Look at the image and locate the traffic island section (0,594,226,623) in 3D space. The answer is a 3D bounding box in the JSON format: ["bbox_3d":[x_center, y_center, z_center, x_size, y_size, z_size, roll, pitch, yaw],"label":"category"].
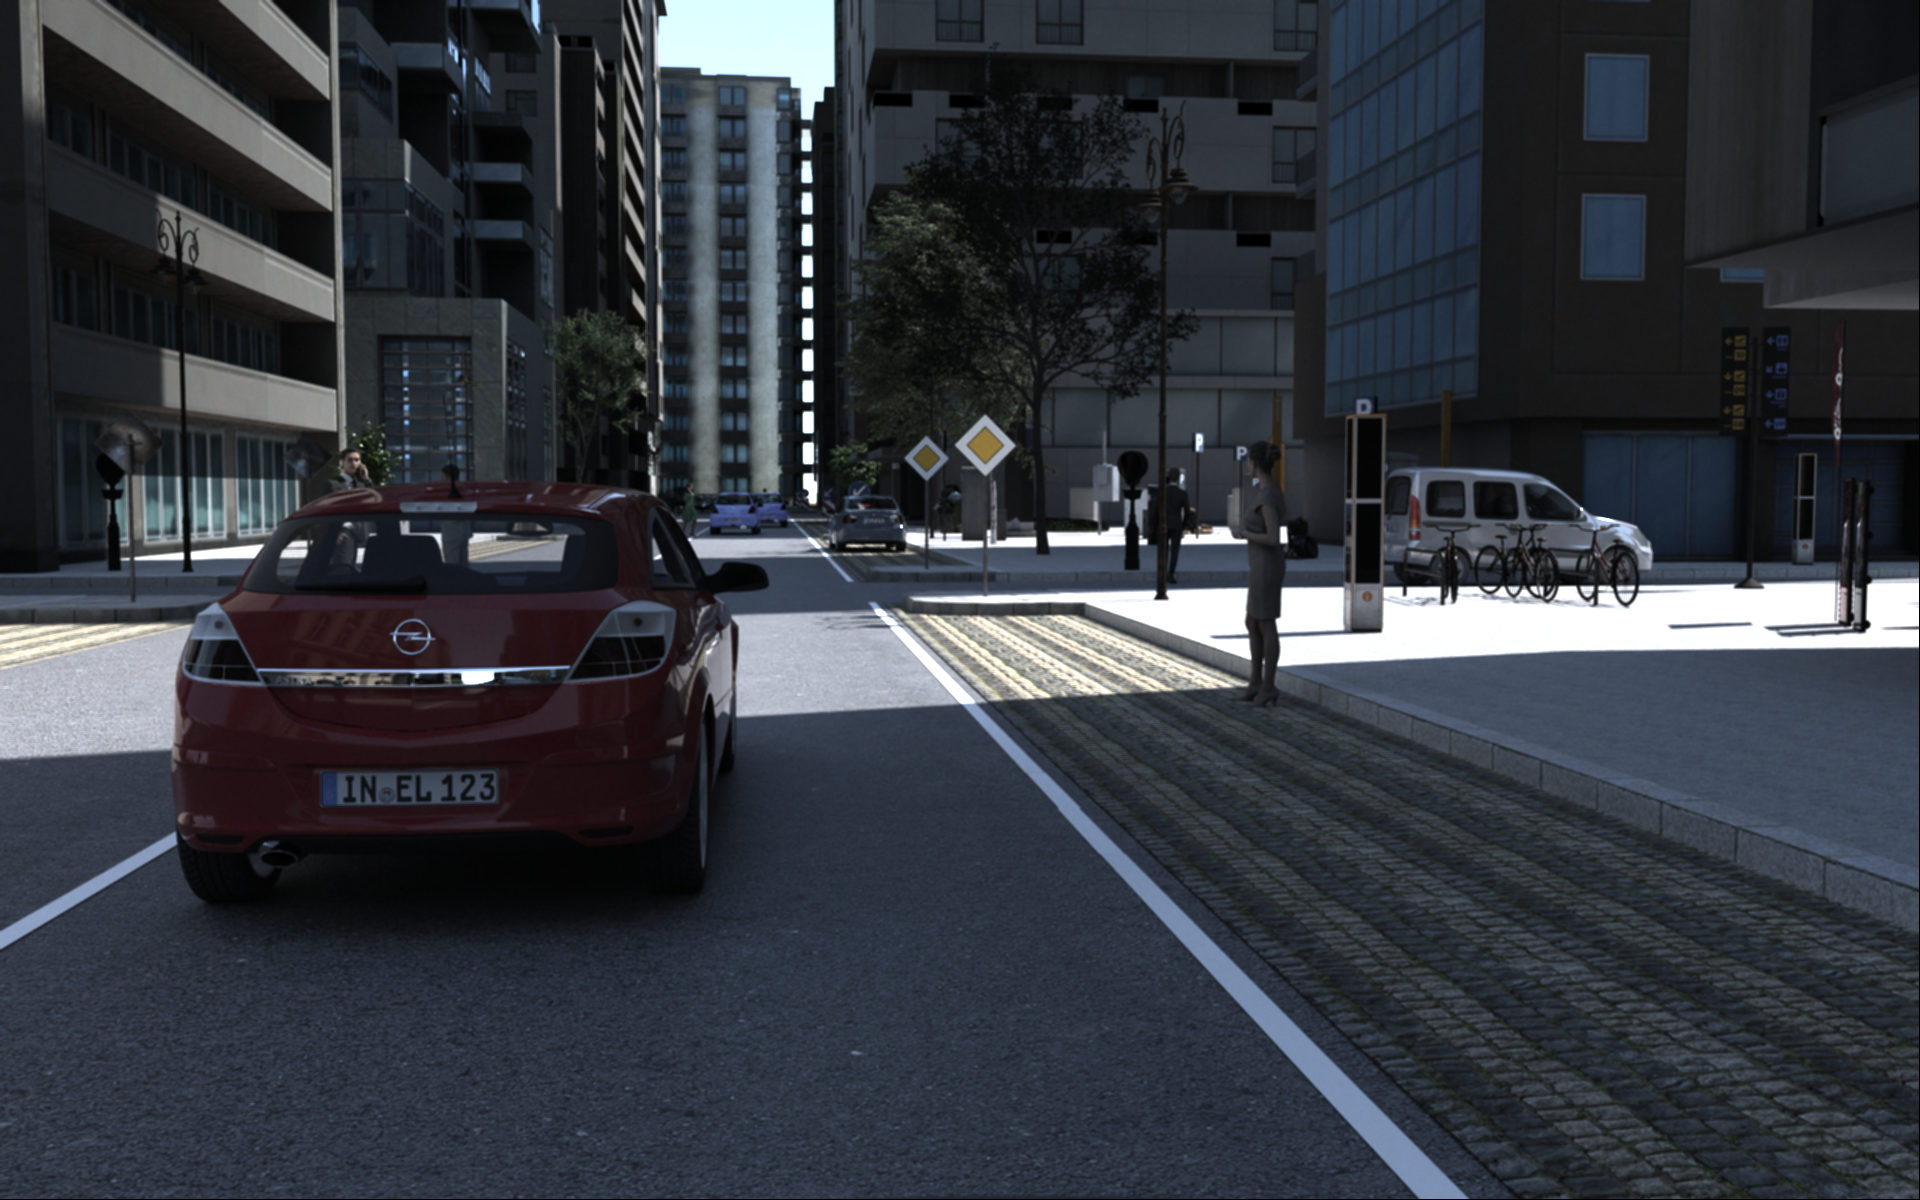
[{"bbox_3d":[-9.845,0.104,20.577,2.009,0.180,2.903,0,4,-6],"label":"traffic island section"}]

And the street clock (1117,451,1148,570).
[{"bbox_3d":[2.908,-1.507,29.214,0.471,2.002,0.358,2,4,35],"label":"street clock"}]

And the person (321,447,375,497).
[{"bbox_3d":[-6.117,-0.584,17.411,0.474,1.900,0.648,1,4,9],"label":"person"}]

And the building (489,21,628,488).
[{"bbox_3d":[-28.846,-20.658,109.468,14.160,30.474,14.107,0,4,-6],"label":"building"}]

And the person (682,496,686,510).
[{"bbox_3d":[-19.044,-6.608,119.725,0.799,1.438,0.628,3,5,42],"label":"person"}]

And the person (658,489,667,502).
[{"bbox_3d":[-21.419,-7.093,124.913,0.683,1.767,0.568,-3,4,-36],"label":"person"}]

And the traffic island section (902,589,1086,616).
[{"bbox_3d":[0.335,0.035,21.702,2.009,0.180,2.903,0,4,-6],"label":"traffic island section"}]

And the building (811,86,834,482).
[{"bbox_3d":[-9.293,-33.290,194.394,14.200,45.320,14.600,0,4,-6],"label":"building"}]

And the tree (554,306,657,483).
[{"bbox_3d":[-20.773,-10.342,94.849,9.928,11.665,9.643,0,3,0],"label":"tree"}]

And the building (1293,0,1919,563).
[{"bbox_3d":[16.473,-23.722,37.962,14.200,45.320,14.600,0,4,-6],"label":"building"}]

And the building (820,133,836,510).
[{"bbox_3d":[-4.461,-22.667,142.305,14.160,30.474,14.107,0,4,-6],"label":"building"}]

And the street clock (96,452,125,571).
[{"bbox_3d":[-14.188,-1.495,29.009,0.471,2.002,0.358,-2,4,-25],"label":"street clock"}]

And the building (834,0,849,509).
[{"bbox_3d":[-2.282,-27.171,127.841,14.154,41.232,14.086,0,4,-6],"label":"building"}]

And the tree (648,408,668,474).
[{"bbox_3d":[-26.484,-11.817,143.562,4.360,8.622,3.978,0,3,0],"label":"tree"}]

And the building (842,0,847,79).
[{"bbox_3d":[-0.400,-28.298,112.786,14.600,45.320,14.200,0,4,-6],"label":"building"}]

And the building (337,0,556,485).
[{"bbox_3d":[-27.885,-46.256,68.954,22.319,86.520,31.000,0,4,-6],"label":"building"}]

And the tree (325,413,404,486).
[{"bbox_3d":[-14.264,-2.878,41.655,1.663,3.219,1.824,0,3,0],"label":"tree"}]

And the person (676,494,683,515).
[{"bbox_3d":[-19.061,-6.484,117.752,0.421,1.427,0.697,-2,4,-31],"label":"person"}]

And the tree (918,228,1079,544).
[{"bbox_3d":[0.893,-5.727,43.993,4.360,8.622,3.978,0,3,0],"label":"tree"}]

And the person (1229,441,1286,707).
[{"bbox_3d":[1.990,-0.168,11.590,0.374,1.781,0.599,1,4,11],"label":"person"}]

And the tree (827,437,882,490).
[{"bbox_3d":[-6.033,-7.117,100.077,4.285,4.588,4.351,0,3,0],"label":"tree"}]

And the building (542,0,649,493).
[{"bbox_3d":[-34.526,-30.758,126.593,21.300,48.544,21.600,0,4,-6],"label":"building"}]

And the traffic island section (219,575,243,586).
[{"bbox_3d":[-10.729,-0.381,28.513,2.009,0.180,2.903,0,4,-6],"label":"traffic island section"}]

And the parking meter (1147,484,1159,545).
[{"bbox_3d":[4.919,-2.158,43.697,0.372,1.533,0.369,0,3,0],"label":"parking meter"}]

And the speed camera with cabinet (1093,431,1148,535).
[{"bbox_3d":[5.202,-3.653,54.067,2.038,3.252,0.660,2,4,28],"label":"speed camera with cabinet"}]

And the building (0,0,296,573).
[{"bbox_3d":[-26.674,-25.205,35.801,21.300,48.544,21.600,0,4,-6],"label":"building"}]

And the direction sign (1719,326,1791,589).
[{"bbox_3d":[10.763,-1.928,23.515,0.876,3.537,0.379,0,4,7],"label":"direction sign"}]

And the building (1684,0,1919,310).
[{"bbox_3d":[11.798,-19.808,7.458,14.154,41.232,14.086,0,4,-6],"label":"building"}]

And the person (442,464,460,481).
[{"bbox_3d":[-6.346,-0.789,21.574,0.466,1.800,0.511,0,4,6],"label":"person"}]

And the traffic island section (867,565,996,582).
[{"bbox_3d":[-0.550,-0.450,29.638,2.009,0.180,2.903,0,4,-6],"label":"traffic island section"}]

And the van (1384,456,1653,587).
[{"bbox_3d":[8.631,-1.219,26.945,4.112,2.044,2.013,0,4,-6],"label":"van"}]

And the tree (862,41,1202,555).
[{"bbox_3d":[1.427,-6.246,36.531,7.601,10.594,8.767,0,4,-8],"label":"tree"}]

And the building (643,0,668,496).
[{"bbox_3d":[-41.741,-34.997,161.438,27.495,52.752,28.713,0,4,-6],"label":"building"}]

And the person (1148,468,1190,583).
[{"bbox_3d":[3.395,-1.204,27.958,0.659,1.850,0.755,1,4,13],"label":"person"}]

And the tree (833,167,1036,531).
[{"bbox_3d":[-1.125,-8.727,60.811,7.486,12.596,7.792,0,3,0],"label":"tree"}]

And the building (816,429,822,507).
[{"bbox_3d":[-2.215,-52.081,164.197,22.319,86.520,31.000,0,4,-6],"label":"building"}]

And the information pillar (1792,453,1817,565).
[{"bbox_3d":[15.250,-1.639,31.284,0.304,2.012,0.304,1,4,12],"label":"information pillar"}]

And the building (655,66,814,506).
[{"bbox_3d":[-32.162,-35.313,196.975,30.456,49.044,23.786,0,4,-6],"label":"building"}]

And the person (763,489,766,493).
[{"bbox_3d":[-13.723,-6.918,121.629,0.705,1.821,1.348,-1,4,-23],"label":"person"}]

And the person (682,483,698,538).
[{"bbox_3d":[-8.836,-2.920,56.489,0.529,1.795,0.600,1,4,9],"label":"person"}]

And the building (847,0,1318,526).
[{"bbox_3d":[8.677,-30.118,81.668,28.713,52.752,27.495,0,4,-6],"label":"building"}]
